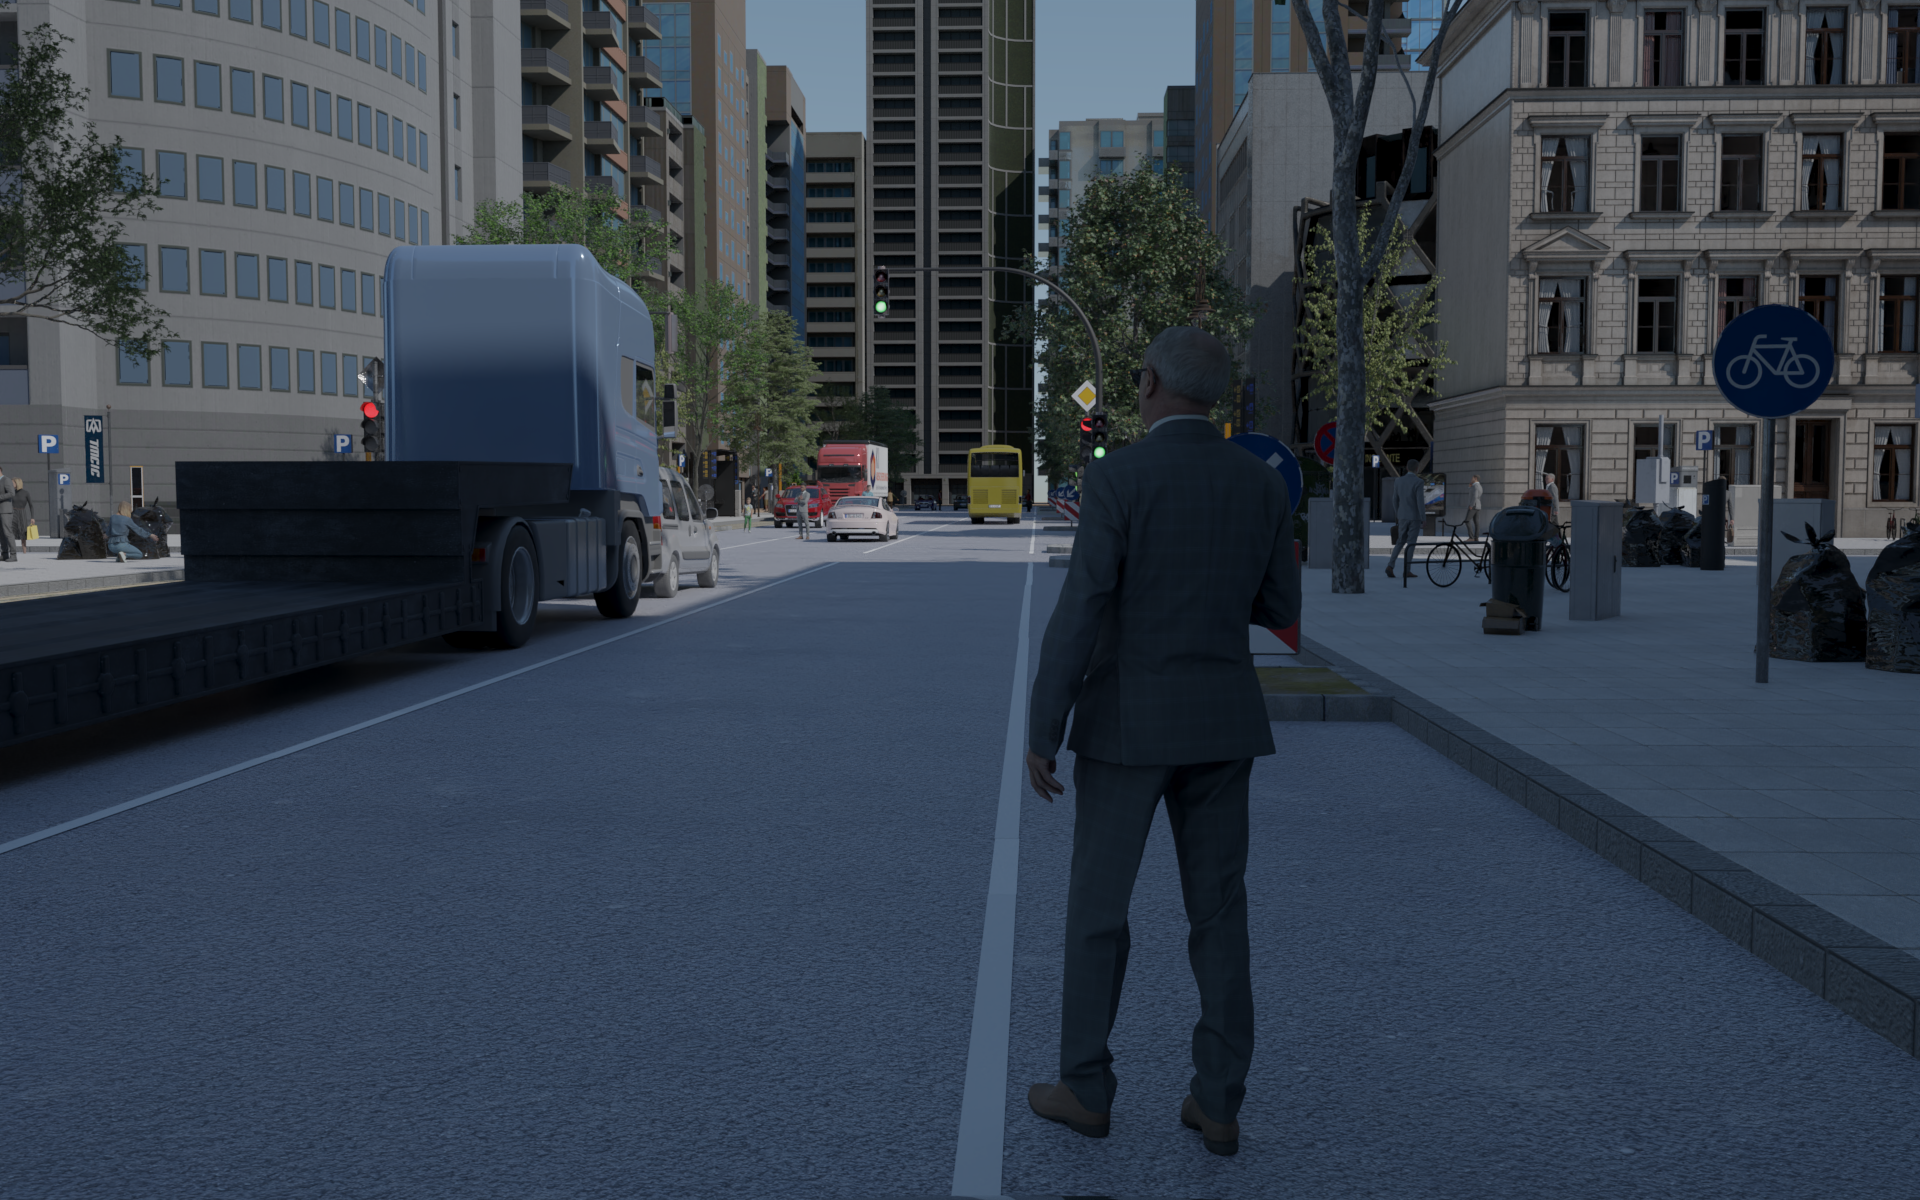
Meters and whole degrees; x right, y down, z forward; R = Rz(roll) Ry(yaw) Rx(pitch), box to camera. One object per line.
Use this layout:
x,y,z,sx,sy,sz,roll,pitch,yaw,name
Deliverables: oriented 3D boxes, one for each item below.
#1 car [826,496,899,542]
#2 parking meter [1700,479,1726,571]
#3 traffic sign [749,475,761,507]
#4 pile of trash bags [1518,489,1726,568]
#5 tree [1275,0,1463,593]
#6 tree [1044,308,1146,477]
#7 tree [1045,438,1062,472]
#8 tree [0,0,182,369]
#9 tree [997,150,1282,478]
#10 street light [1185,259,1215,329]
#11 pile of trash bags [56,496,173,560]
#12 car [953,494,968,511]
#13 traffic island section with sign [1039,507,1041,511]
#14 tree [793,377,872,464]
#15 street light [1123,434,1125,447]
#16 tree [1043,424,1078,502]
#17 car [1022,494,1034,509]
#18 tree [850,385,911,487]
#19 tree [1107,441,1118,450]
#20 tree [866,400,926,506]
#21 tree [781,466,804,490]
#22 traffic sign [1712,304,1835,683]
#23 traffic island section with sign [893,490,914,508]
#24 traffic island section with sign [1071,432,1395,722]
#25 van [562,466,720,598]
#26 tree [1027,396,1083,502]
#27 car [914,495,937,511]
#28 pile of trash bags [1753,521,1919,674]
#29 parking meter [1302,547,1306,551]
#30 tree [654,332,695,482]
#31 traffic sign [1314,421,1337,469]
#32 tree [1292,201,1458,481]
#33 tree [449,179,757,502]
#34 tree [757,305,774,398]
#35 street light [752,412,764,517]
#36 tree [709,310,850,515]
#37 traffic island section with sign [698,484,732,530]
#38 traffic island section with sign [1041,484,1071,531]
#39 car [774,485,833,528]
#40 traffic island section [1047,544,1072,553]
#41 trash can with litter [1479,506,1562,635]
-2.974,-2.499,53.225,2.083,1.381,4.827,0,4,4,car
12.681,-1.269,29.154,0.372,1.533,0.369,0,3,0,parking meter
-13.378,-6.910,113.092,0.768,2.556,0.104,0,4,3,traffic sign
11.847,-1.311,31.181,3.447,1.369,1.912,1,4,10,pile of trash bags
4.352,-10.073,20.577,12.611,20.169,13.585,0,3,0,tree
8.842,-11.215,101.497,7.486,12.596,7.792,0,3,0,tree
11.566,-13.608,156.897,8.767,10.594,7.601,-2,4,-31,tree
-15.368,-5.585,25.727,7.601,10.594,8.767,0,4,4,tree
5.997,-8.647,58.382,9.611,12.733,9.660,0,3,0,tree
4.735,-3.762,34.300,0.468,5.910,1.993,0,4,3,street light
-16.173,-1.514,34.504,3.447,1.369,1.912,0,4,2,pile of trash bags
0.370,-8.574,149.976,2.009,1.686,4.222,0,4,3,car
5.465,-5.277,94.899,1.989,1.847,2.006,0,4,3,traffic island section with sign
-10.595,-12.504,138.848,8.767,10.594,7.601,1,4,18,tree
6.215,-5.669,65.484,0.468,5.910,1.993,0,4,3,street light
12.127,-15.448,178.335,9.928,11.665,9.643,0,3,0,tree
6.214,-9.767,169.477,2.009,1.686,4.222,0,4,3,car
-8.885,-16.020,180.048,7.486,12.596,7.792,0,3,0,tree
9.236,-9.726,109.387,4.737,8.622,4.395,0,3,0,tree
-7.495,-16.280,191.932,9.928,11.665,9.643,0,3,0,tree
-11.403,-7.678,120.140,1.663,3.219,1.824,0,3,0,tree
5.458,-0.710,11.709,0.768,2.556,0.104,1,4,11,traffic sign
-5.550,-9.997,172.070,1.989,1.847,2.006,0,4,3,traffic island section with sign
1.793,-0.199,11.879,1.989,1.847,2.006,0,4,3,traffic island section with sign
-4.655,-1.117,25.274,2.013,2.044,4.112,0,4,4,van
12.114,-17.448,191.928,9.857,13.997,8.962,0,3,0,tree
-2.980,-8.462,150.931,1.945,1.354,3.894,0,4,4,car
8.109,-0.216,13.285,3.447,1.369,1.912,0,4,-5,pile of trash bags
7.017,-1.822,35.494,0.255,1.863,0.399,0,4,-6,parking meter
-12.989,-7.467,72.441,4.737,8.622,4.395,0,3,0,tree
6.569,-1.848,30.328,0.768,2.556,0.104,0,4,5,traffic sign
10.361,-5.766,44.638,4.737,8.622,4.395,0,3,0,tree
-13.206,-7.991,56.411,9.928,11.665,9.643,0,3,0,tree
-12.474,-9.574,82.294,9.928,11.665,9.643,0,3,0,tree
-11.212,-7.551,96.243,0.468,5.910,1.993,0,4,3,street light
-11.816,-11.555,107.046,7.486,12.596,7.792,0,3,0,tree
-10.127,-3.678,68.768,1.989,1.847,2.006,0,4,3,traffic island section with sign
4.265,-3.630,67.971,1.989,1.847,2.006,0,4,3,traffic island section with sign
-6.691,-4.015,74.320,2.281,1.827,5.304,0,4,3,car
3.149,-1.258,42.841,2.009,0.180,2.903,0,4,3,traffic island section
5.200,-0.288,16.102,0.624,1.170,1.055,2,4,26,trash can with litter
